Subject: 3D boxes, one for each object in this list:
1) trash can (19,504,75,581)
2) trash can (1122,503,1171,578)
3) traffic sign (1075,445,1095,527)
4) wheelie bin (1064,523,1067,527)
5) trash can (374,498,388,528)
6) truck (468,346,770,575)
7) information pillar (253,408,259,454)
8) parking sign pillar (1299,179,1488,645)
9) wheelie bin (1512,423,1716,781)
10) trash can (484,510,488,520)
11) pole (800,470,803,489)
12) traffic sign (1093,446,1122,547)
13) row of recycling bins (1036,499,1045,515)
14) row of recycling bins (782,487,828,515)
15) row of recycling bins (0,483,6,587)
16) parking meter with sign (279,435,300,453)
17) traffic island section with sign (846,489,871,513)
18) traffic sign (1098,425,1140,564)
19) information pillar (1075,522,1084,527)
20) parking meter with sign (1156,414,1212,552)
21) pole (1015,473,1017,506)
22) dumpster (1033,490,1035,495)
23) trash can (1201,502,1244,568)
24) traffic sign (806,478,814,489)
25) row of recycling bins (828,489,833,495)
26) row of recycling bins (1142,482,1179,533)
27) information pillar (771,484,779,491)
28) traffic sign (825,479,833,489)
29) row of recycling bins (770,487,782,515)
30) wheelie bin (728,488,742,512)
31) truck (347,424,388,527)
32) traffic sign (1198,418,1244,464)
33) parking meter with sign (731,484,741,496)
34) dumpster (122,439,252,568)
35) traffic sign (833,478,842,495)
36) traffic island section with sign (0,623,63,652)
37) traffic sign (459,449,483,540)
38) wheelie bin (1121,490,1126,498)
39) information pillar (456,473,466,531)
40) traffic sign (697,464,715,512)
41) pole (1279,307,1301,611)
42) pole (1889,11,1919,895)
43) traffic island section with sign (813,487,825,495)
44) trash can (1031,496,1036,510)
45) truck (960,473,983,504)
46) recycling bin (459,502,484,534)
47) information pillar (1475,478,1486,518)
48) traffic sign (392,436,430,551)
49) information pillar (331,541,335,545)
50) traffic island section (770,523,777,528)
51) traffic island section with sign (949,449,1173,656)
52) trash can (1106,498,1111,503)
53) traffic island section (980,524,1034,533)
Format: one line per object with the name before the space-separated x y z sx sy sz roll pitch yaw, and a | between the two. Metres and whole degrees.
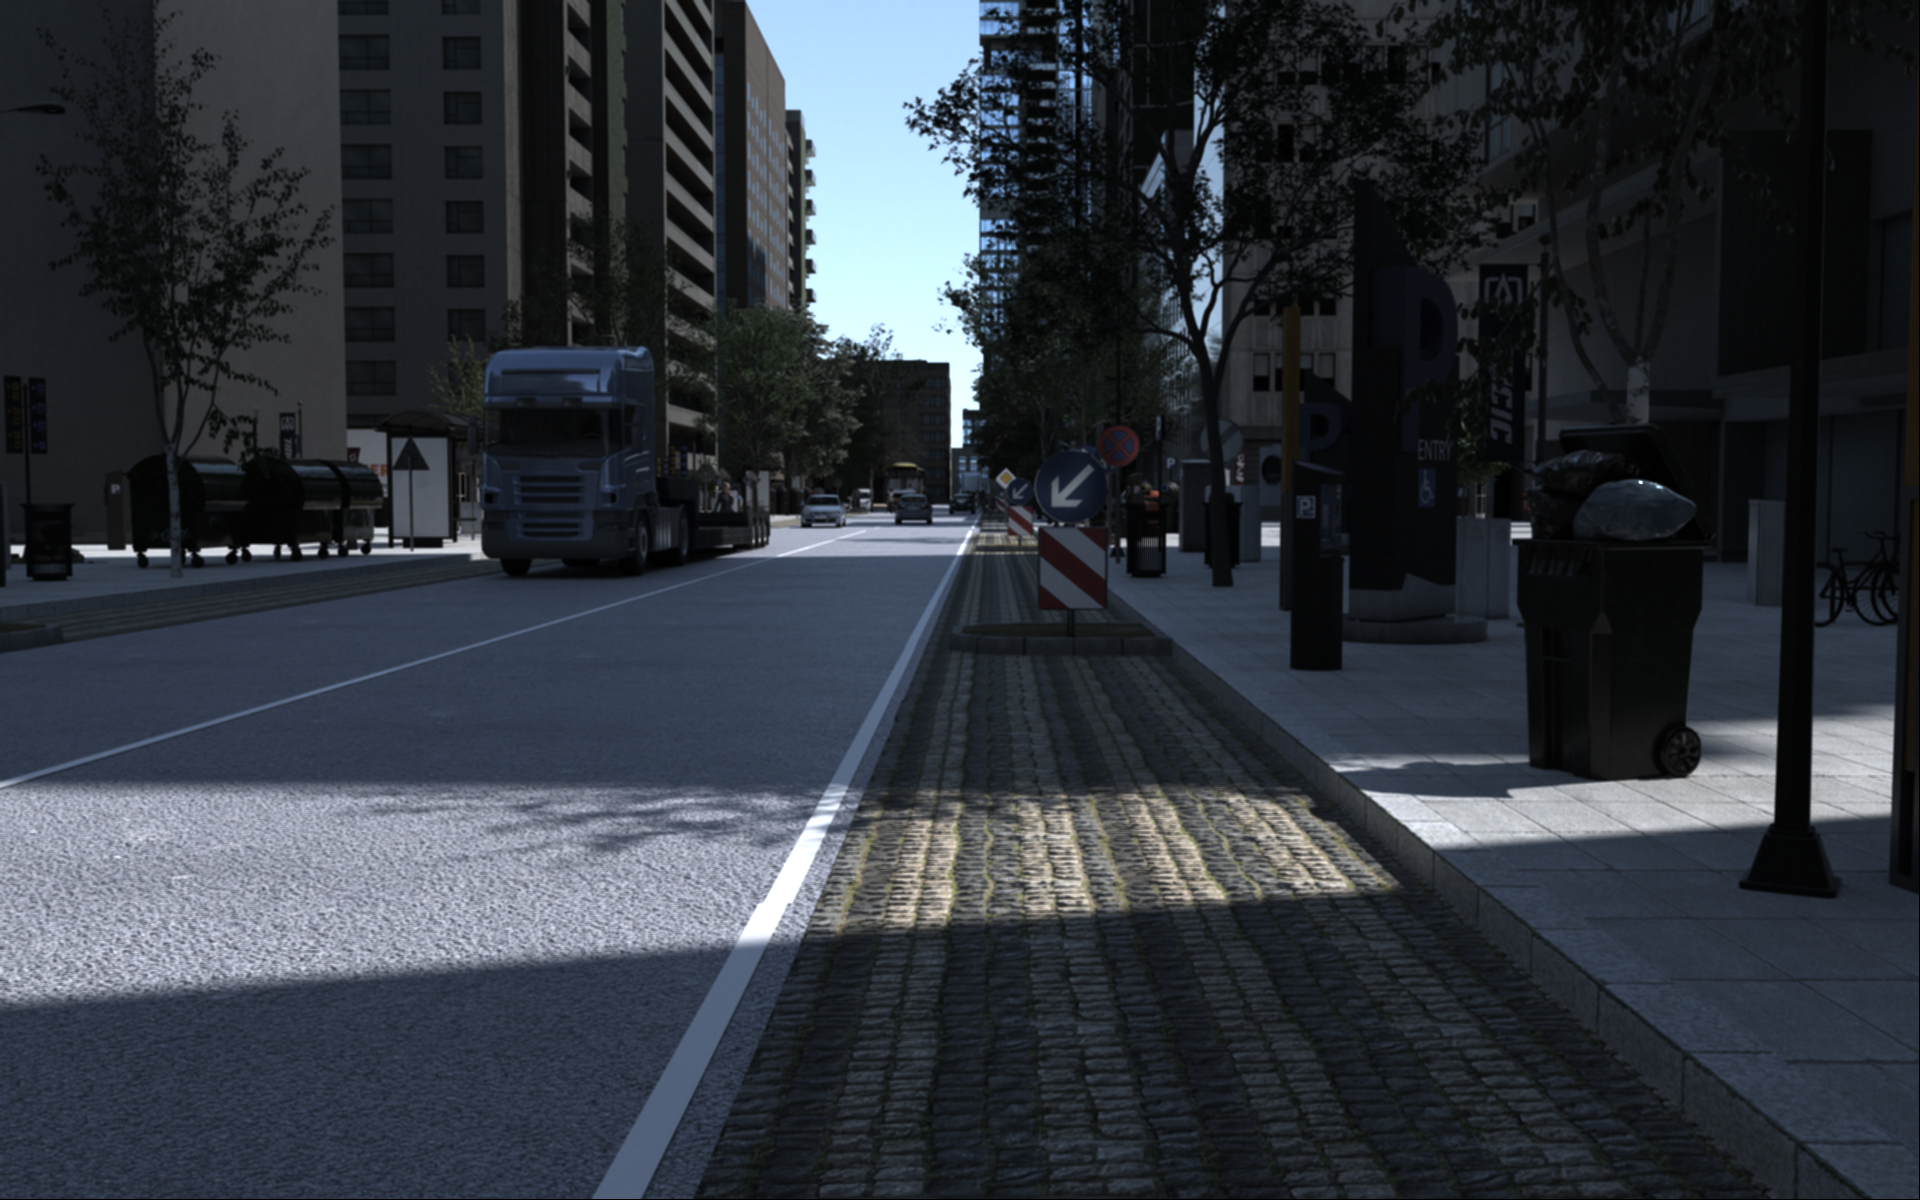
trash can | -13.517 -0.858 25.686 0.748 1.137 0.748 0 3 0
trash can | 2.873 -0.920 26.688 0.748 1.137 0.748 0 3 0
traffic sign | 3.273 -2.751 45.092 0.768 2.556 0.104 0 4 6
wheelie bin | 4.162 -3.370 63.002 0.980 1.594 0.693 2 4 31
trash can | -22.115 -3.333 66.152 0.748 1.137 0.748 0 3 0
truck | -6.594 -2.916 37.437 2.967 4.110 18.799 0 4 2
information pillar | -19.062 -3.400 46.950 0.183 3.616 0.504 -1 4 -16
parking sign pillar | 3.957 -1.644 15.353 1.447 3.967 1.447 3 5 40
wheelie bin | 2.992 -0.004 7.976 0.693 1.594 0.980 -1 4 -21
trash can | -13.105 -2.271 48.784 0.748 1.137 0.748 0 3 0
pole | -11.075 -7.774 120.954 0.158 3.312 0.155 0 3 0
traffic sign | 3.600 -2.555 41.878 0.768 2.556 0.104 1 4 11
row of recycling bins | 5.845 -6.360 111.101 1.069 1.692 3.534 -1 4 -20
row of recycling bins | -10.765 -6.822 118.645 1.069 1.692 3.534 2 4 34
row of recycling bins | -14.931 -1.006 23.566 3.534 1.692 1.069 -1 4 -11
parking meter with sign | -19.520 -3.283 49.933 0.543 3.016 1.738 0 4 -7
traffic island section with sign | -7.648 -7.312 128.172 1.989 1.847 2.006 0 4 1
traffic sign | 2.922 -1.946 31.928 0.768 2.556 0.104 0 4 5
information pillar | 3.242 -2.637 47.606 0.304 2.012 0.304 3 4 38
parking meter with sign | 5.229 -2.568 38.243 1.738 3.016 0.543 0 4 -6
pole | 4.671 -9.221 144.609 0.158 3.312 0.155 0 3 0
dumpster | 6.086 -8.565 145.798 1.264 1.857 1.865 0 4 1
trash can | 4.558 -1.128 30.096 0.748 1.137 0.748 0 3 0
traffic sign | -11.820 -8.312 136.006 0.768 2.556 0.104 0 4 1
row of recycling bins | -11.432 -8.463 145.486 1.069 1.692 3.534 1 4 10
row of recycling bins | 7.225 -3.053 57.029 3.534 1.692 1.069 2 4 33
information pillar | -13.369 -7.297 123.801 0.304 2.012 0.304 -3 5 -44
traffic sign | -11.308 -9.120 149.225 0.768 2.556 0.104 1 4 9
row of recycling bins | -12.867 -6.409 111.906 1.069 1.692 3.534 1 4 17
wheelie bin | -11.678 -4.962 89.038 0.980 1.594 0.693 0 4 4
truck | -26.534 -4.990 70.506 11.283 4.237 2.839 0 4 3
traffic sign | 4.390 -1.780 29.213 0.768 2.556 0.104 0 4 3
parking meter with sign | -16.637 -8.081 128.392 1.738 3.016 0.543 -1 4 -20
dumpster | -13.676 -1.724 30.679 1.502 2.255 1.985 0 4 1
traffic sign | -9.832 -8.508 139.217 0.768 2.556 0.104 0 4 2
traffic island section with sign | -9.627 -0.461 16.162 1.989 1.847 2.006 0 4 1
traffic sign | -13.519 -2.929 47.995 0.768 2.556 0.104 1 4 10
wheelie bin | 11.997 -7.162 125.005 0.693 1.594 0.980 0 4 -8
information pillar | -17.267 -3.382 59.788 0.304 2.012 0.304 2 4 26
traffic sign | -10.745 -4.477 73.309 0.768 2.556 0.104 0 4 6
pole | 3.617 -1.537 18.980 0.158 3.312 0.155 0 3 0
pole | 3.140 -0.714 5.525 0.158 3.312 0.155 0 3 0
traffic island section with sign | -8.132 -5.602 100.214 1.989 1.847 2.006 0 4 1
trash can | 6.127 -7.952 141.669 0.748 1.137 0.748 0 3 0
truck | 1.360 -13.523 210.856 2.967 4.110 18.799 0 4 1
recycling bin | -15.757 -2.649 55.863 0.722 1.027 0.722 -1 4 -21
information pillar | 21.999 -4.202 73.202 0.304 2.012 0.304 3 5 39
traffic sign | -12.256 -2.364 38.663 0.884 2.594 0.081 1 4 8
information pillar | -16.020 -2.406 43.830 0.304 2.012 0.304 0 4 -4
traffic island section | -8.924 -3.163 73.995 2.009 0.180 2.903 0 4 1
traffic island section with sign | 0.903 -0.463 16.202 1.989 1.847 2.006 0 4 1
trash can | 4.808 -2.930 59.567 0.748 1.137 0.748 0 3 0
traffic island section | 1.775 -2.663 65.816 2.009 0.180 2.903 0 4 1
